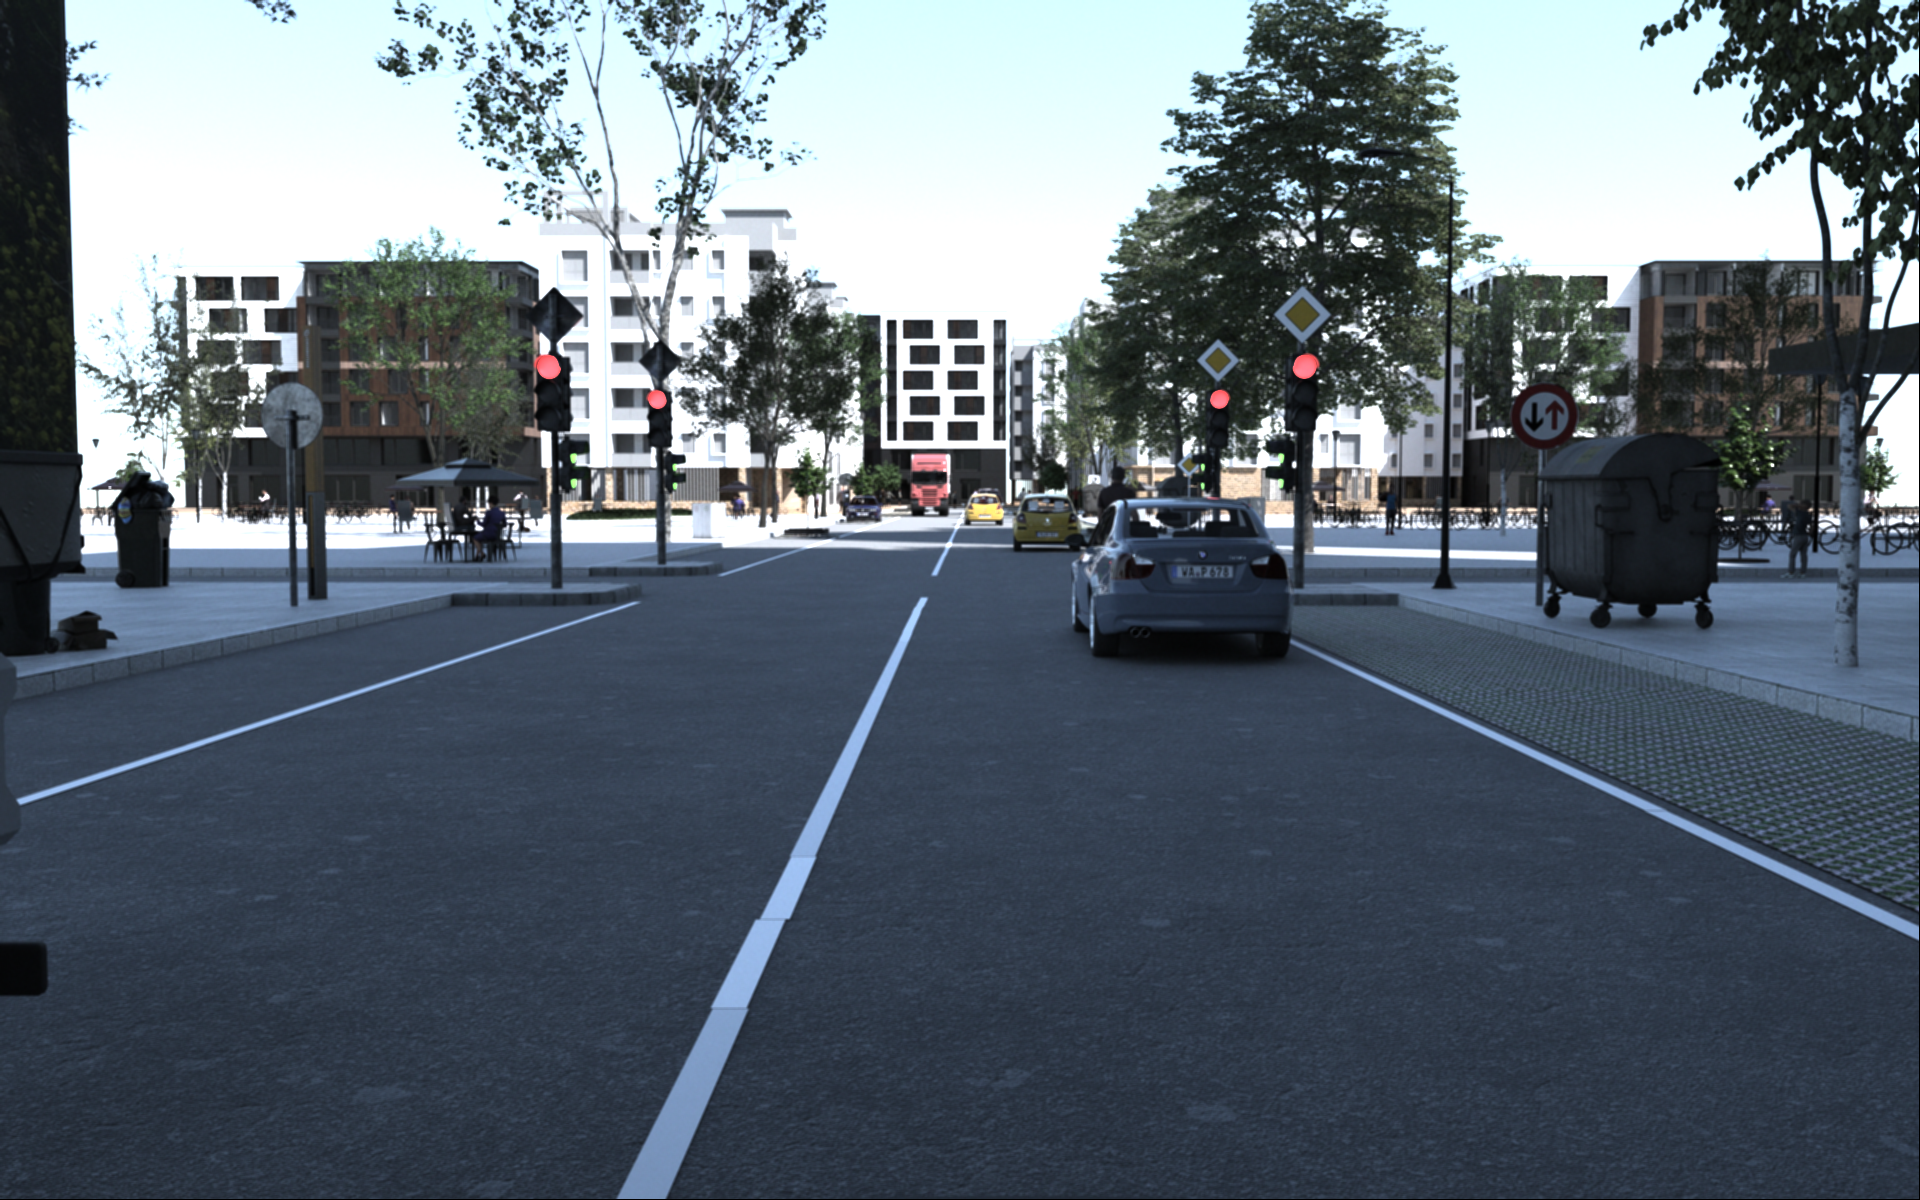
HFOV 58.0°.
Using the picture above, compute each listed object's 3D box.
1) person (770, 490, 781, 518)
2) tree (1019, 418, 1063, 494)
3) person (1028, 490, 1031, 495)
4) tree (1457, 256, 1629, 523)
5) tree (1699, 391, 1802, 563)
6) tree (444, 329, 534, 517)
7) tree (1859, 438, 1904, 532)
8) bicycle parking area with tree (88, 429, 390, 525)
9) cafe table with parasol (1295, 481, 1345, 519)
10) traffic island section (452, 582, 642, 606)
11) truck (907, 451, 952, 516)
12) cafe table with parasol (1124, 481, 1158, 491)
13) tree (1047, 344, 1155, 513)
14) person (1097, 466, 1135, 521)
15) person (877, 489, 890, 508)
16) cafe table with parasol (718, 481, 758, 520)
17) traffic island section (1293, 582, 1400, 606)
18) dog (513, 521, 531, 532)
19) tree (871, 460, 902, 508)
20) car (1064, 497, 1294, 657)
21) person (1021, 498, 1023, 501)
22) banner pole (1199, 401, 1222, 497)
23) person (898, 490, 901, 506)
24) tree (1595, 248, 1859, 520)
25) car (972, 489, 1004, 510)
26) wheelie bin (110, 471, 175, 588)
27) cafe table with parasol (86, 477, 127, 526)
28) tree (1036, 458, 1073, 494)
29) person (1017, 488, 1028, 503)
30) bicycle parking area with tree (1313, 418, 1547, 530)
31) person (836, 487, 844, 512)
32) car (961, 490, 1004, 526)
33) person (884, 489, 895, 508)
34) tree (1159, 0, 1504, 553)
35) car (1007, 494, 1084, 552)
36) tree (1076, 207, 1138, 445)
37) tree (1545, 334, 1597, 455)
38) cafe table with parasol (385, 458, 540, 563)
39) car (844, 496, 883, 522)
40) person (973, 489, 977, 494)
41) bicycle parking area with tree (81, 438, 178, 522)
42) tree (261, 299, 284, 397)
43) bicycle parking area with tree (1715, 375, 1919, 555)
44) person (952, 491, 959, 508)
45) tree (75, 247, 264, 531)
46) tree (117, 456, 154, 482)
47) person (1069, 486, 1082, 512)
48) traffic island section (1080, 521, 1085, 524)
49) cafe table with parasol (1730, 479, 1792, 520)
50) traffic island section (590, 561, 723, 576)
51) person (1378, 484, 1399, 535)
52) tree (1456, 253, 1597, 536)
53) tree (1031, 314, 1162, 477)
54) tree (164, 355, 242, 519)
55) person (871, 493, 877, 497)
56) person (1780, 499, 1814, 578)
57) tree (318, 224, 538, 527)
[{"bbox_3d":[-9.881,-5.179,93.412,0.600,1.496,0.574,2,4,27],"label":"person"},{"bbox_3d":[8.288,-13.294,167.719,4.360,8.622,3.978,0,3,0],"label":"tree"},{"bbox_3d":[5.425,-7.823,137.118,0.721,1.736,1.217,2,4,27],"label":"person"},{"bbox_3d":[25.546,-9.203,76.231,9.928,11.665,9.643,0,3,0],"label":"tree"},{"bbox_3d":[14.727,-2.340,32.857,1.663,3.219,1.824,0,3,0],"label":"tree"},{"bbox_3d":[-20.848,-7.699,76.237,4.360,8.622,3.978,0,3,0],"label":"tree"},{"bbox_3d":[31.680,-3.983,59.730,1.663,3.219,1.824,0,3,0],"label":"tree"},{"bbox_3d":[-31.130,-5.419,75.600,8.231,4.147,9.016,2,4,25],"label":"bicycle parking area with tree"},{"bbox_3d":[18.260,-5.077,87.876,2.610,1.966,2.610,3,5,42],"label":"cafe table with parasol"},{"bbox_3d":[-5.518,-0.082,23.628,2.009,0.180,2.903,0,4,0],"label":"traffic island section"},{"bbox_3d":[-1.923,-7.671,114.337,2.839,4.237,11.283,0,3,0],"label":"truck"},{"bbox_3d":[9.339,-5.254,90.765,2.610,1.966,2.610,0,4,1],"label":"cafe table with parasol"},{"bbox_3d":[7.588,-8.252,85.278,4.737,8.622,4.395,0,3,0],"label":"tree"},{"bbox_3d":[2.163,-0.898,23.312,0.598,1.807,0.434,3,4,37],"label":"person"},{"bbox_3d":[-6.938,-9.158,156.294,1.217,1.766,0.721,1,4,16],"label":"person"},{"bbox_3d":[-11.237,-5.044,87.334,2.610,1.966,2.610,-3,5,-41],"label":"cafe table with parasol"},{"bbox_3d":[4.623,-0.078,23.549,2.009,0.180,2.903,0,4,0],"label":"traffic island section"},{"bbox_3d":[-14.715,-2.475,58.197,0.550,0.427,0.748,-1,4,-22],"label":"dog"},{"bbox_3d":[-6.995,-11.095,165.115,4.285,4.588,4.351,0,3,0],"label":"tree"},{"bbox_3d":[2.030,-0.278,16.540,2.014,1.417,4.499,0,4,0],"label":"car"},{"bbox_3d":[2.478,-3.288,66.175,0.435,1.345,0.340,2,4,24],"label":"person"},{"bbox_3d":[6.655,-3.454,46.493,0.863,3.779,0.401,-1,4,-22],"label":"banner pole"},{"bbox_3d":[-6.188,-10.609,180.292,0.721,1.735,1.217,0,4,-6],"label":"person"},{"bbox_3d":[30.139,-8.090,66.676,8.767,10.594,7.601,0,4,6],"label":"tree"},{"bbox_3d":[1.988,-7.008,123.257,2.281,1.827,5.304,0,4,-1],"label":"car"},{"bbox_3d":[-11.277,-0.982,23.960,0.693,1.594,0.980,-1,4,-9],"label":"wheelie bin"},{"bbox_3d":[-33.664,-3.925,69.045,2.610,1.966,2.610,2,4,23],"label":"cafe table with parasol"},{"bbox_3d":[8.548,-10.453,154.617,4.285,4.588,4.351,0,3,0],"label":"tree"},{"bbox_3d":[3.783,-5.705,101.918,0.875,1.805,0.789,0,4,7],"label":"person"},{"bbox_3d":[18.405,-4.833,66.025,8.231,4.147,9.016,-1,4,-23],"label":"bicycle parking area with tree"},{"bbox_3d":[-8.223,-7.009,121.187,0.990,1.755,0.434,2,4,23],"label":"person"},{"bbox_3d":[1.081,-4.288,80.324,2.015,1.641,3.980,0,4,-1],"label":"car"},{"bbox_3d":[-6.557,-9.294,158.787,1.217,1.735,0.721,1,4,14],"label":"person"},{"bbox_3d":[7.921,-7.299,37.467,7.486,12.596,7.792,0,3,0],"label":"tree"},{"bbox_3d":[2.214,-2.100,44.563,2.015,1.641,3.980,0,4,2],"label":"car"},{"bbox_3d":[7.764,-8.913,63.849,7.486,12.596,7.792,0,3,0],"label":"tree"},{"bbox_3d":[35.776,-9.835,95.206,8.767,10.594,7.601,0,4,7],"label":"tree"},{"bbox_3d":[-9.279,-1.703,32.716,2.610,1.966,2.610,0,4,6],"label":"cafe table with parasol"},{"bbox_3d":[-4.870,-4.607,87.905,1.945,1.354,3.894,0,4,-1],"label":"car"},{"bbox_3d":[1.293,-8.678,150.252,0.709,1.838,0.599,-2,4,-33],"label":"person"},{"bbox_3d":[-47.145,-6.257,89.303,8.231,4.147,9.016,1,4,16],"label":"bicycle parking area with tree"},{"bbox_3d":[-25.612,-6.714,60.129,4.360,8.622,3.978,0,3,0],"label":"tree"},{"bbox_3d":[20.432,-3.238,39.938,8.231,4.147,9.016,-3,5,-41],"label":"bicycle parking area with tree"},{"bbox_3d":[-0.457,-10.034,173.345,0.721,1.735,1.217,2,4,34],"label":"person"},{"bbox_3d":[-23.815,-6.160,51.082,4.360,8.622,3.978,0,3,0],"label":"tree"},{"bbox_3d":[-39.632,-5.422,83.251,1.663,3.219,1.824,0,3,0],"label":"tree"},{"bbox_3d":[8.341,-7.255,124.598,1.348,1.831,0.705,2,4,27],"label":"person"},{"bbox_3d":[5.072,-3.761,84.355,1.991,0.108,1.994,0,4,0],"label":"traffic island section"},{"bbox_3d":[35.486,-4.401,76.816,2.610,1.966,2.610,-2,4,-34],"label":"cafe table with parasol"},{"bbox_3d":[-5.460,-0.571,31.613,2.009,0.180,2.903,0,4,0],"label":"traffic island section"},{"bbox_3d":[13.493,-2.850,54.517,0.647,1.594,0.662,0,4,2],"label":"person"},{"bbox_3d":[16.820,-6.272,52.902,4.360,8.622,3.978,0,3,0],"label":"tree"},{"bbox_3d":[7.917,-10.629,99.544,9.928,11.665,9.643,0,3,0],"label":"tree"},{"bbox_3d":[-38.814,-8.439,88.336,4.737,8.622,4.395,0,3,0],"label":"tree"},{"bbox_3d":[-8.771,-10.354,175.474,0.705,1.807,1.348,2,4,24],"label":"person"},{"bbox_3d":[14.320,-1.052,29.608,0.435,1.345,0.340,-2,4,-28],"label":"person"},{"bbox_3d":[-20.696,-8.710,68.156,9.928,11.665,9.643,0,3,0],"label":"tree"}]
